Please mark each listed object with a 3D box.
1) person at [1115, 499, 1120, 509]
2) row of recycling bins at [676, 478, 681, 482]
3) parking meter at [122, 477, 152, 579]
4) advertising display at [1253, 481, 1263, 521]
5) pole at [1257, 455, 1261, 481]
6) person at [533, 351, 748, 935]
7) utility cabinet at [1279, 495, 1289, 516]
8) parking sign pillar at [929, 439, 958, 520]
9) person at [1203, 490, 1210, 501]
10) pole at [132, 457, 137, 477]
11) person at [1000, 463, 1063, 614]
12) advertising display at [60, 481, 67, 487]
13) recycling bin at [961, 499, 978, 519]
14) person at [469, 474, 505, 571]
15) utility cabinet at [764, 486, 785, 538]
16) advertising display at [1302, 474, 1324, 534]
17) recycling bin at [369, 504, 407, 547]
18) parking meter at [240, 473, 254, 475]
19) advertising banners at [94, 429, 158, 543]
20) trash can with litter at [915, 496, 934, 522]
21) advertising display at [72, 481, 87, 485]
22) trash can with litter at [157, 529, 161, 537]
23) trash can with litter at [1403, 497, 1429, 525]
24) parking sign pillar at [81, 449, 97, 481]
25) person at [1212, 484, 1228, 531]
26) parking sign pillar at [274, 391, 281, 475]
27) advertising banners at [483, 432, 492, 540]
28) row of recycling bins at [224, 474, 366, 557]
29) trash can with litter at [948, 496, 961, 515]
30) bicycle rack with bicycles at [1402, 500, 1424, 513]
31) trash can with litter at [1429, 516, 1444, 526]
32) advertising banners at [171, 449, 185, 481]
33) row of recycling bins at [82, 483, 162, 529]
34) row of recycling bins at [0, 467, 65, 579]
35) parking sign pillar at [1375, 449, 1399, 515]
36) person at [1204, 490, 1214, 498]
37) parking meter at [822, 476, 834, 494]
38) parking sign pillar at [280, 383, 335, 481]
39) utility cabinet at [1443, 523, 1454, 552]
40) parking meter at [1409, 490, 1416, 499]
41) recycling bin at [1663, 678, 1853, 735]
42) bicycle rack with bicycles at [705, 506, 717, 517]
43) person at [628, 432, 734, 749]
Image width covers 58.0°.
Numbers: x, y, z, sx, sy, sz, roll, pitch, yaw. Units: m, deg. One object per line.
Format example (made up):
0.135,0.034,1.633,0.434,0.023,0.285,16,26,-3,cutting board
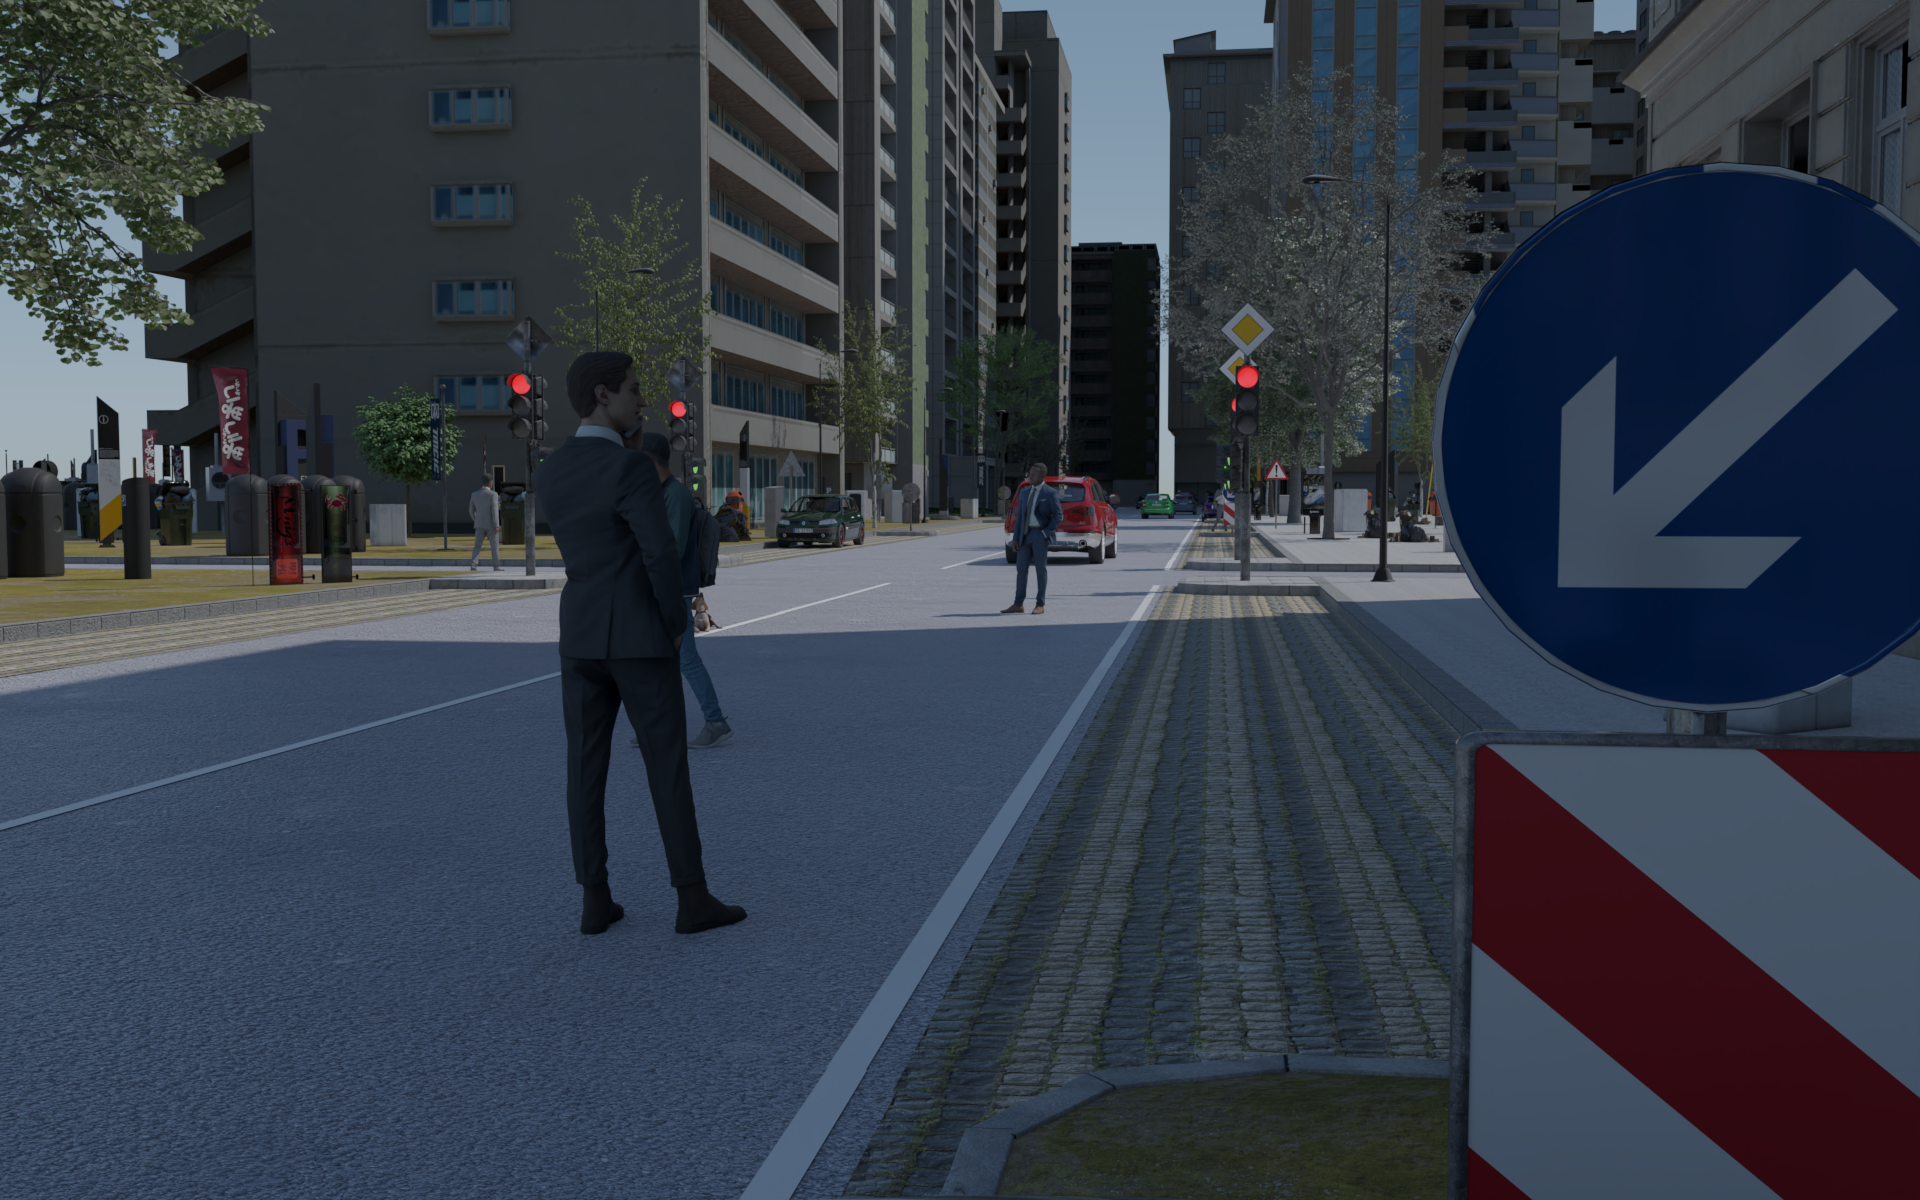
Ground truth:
15.312,-9.624,169.081,0.991,1.433,0.599,-3,5,-44,person
-8.314,-2.280,44.391,3.534,1.692,1.069,2,4,31,row of recycling bins
-12.426,-1.084,26.136,0.372,1.533,0.369,0,3,0,parking meter
14.509,-4.842,84.385,0.123,1.923,0.974,-1,4,-10,advertising display
15.505,-5.878,89.953,0.158,3.312,0.155,0,3,0,pole
-1.092,0.129,5.758,0.648,1.900,0.474,2,4,27,person
19.067,-5.469,100.584,1.020,1.237,0.306,1,4,15,utility cabinet
-0.800,-5.943,85.633,1.447,3.967,1.447,0,4,1,parking sign pillar
20.518,-8.253,144.230,0.721,1.735,1.217,2,4,28,person
-45.731,-6.249,96.019,0.158,3.312,0.155,0,3,0,pole
0.885,-0.739,20.758,0.721,1.800,0.419,2,4,31,person
-43.152,-4.739,82.704,0.974,1.923,0.123,-3,4,-38,advertising display
0.488,-4.760,90.380,0.722,1.027,0.722,1,4,23,recycling bin
-8.336,-1.323,30.404,0.678,1.792,0.850,1,4,16,person
-5.418,-2.555,50.451,0.318,1.500,1.173,-1,4,-21,utility cabinet
11.416,-3.086,55.674,0.123,1.923,0.974,-3,4,-38,advertising display
-14.114,-1.846,42.739,0.722,1.027,0.722,-2,4,-33,recycling bin
-18.681,-2.434,45.513,0.255,1.863,0.399,1,4,12,parking meter
-22.016,-3.036,45.819,0.090,3.025,2.074,1,4,22,advertising banners
-1.907,-4.309,81.516,1.678,1.210,2.233,0,4,-5,trash can with litter
-42.811,-4.854,84.570,0.123,1.923,0.974,2,4,35,advertising display
-23.316,-2.426,51.057,1.055,1.170,0.624,2,4,32,trash can with litter
19.137,-3.734,72.441,1.055,1.170,0.624,-1,4,-17,trash can with litter
-52.268,-7.066,103.996,1.447,3.967,1.447,0,4,-2,parking sign pillar
9.261,-3.234,61.473,0.679,1.850,0.850,-3,5,-40,person
-17.347,-3.500,45.702,1.447,3.967,1.447,3,5,39,parking sign pillar
-13.221,-3.201,48.523,0.090,3.025,2.074,-1,4,-20,advertising banners
-14.109,-1.830,37.033,1.069,1.692,3.534,2,4,25,row of recycling bins
-0.245,-5.757,105.189,2.233,1.210,1.678,0,4,-7,trash can with litter
26.726,-5.279,99.693,2.852,0.926,2.925,1,4,19,bicycle rack with bicycles
19.536,-3.608,70.380,0.624,1.170,1.055,1,4,21,trash can with litter
-29.776,-4.368,67.598,2.074,3.025,0.090,0,4,7,advertising banners
-30.653,-3.412,62.907,1.069,1.692,3.534,3,5,44,row of recycling bins
-15.102,-1.139,25.730,1.069,1.692,3.534,2,4,33,row of recycling bins
25.714,-7.085,104.313,1.447,3.967,1.447,-3,5,-43,parking sign pillar
22.521,-8.998,155.635,1.348,1.821,0.705,1,4,15,person
-4.407,-3.176,57.646,0.399,1.863,0.255,-2,4,-31,parking meter
-15.788,-3.318,42.717,1.447,3.967,1.447,-2,4,-30,parking sign pillar
11.262,-1.665,38.388,1.020,1.237,0.306,0,4,5,utility cabinet
27.836,-6.005,106.592,0.372,1.533,0.369,0,3,0,parking meter
4.455,0.177,9.664,0.722,1.027,0.722,-2,4,-30,recycling bin
-7.679,-2.368,52.096,2.925,0.926,2.852,2,4,31,bicycle rack with bicycles
-1.663,-0.060,9.836,0.721,1.781,0.623,-2,4,-35,person
